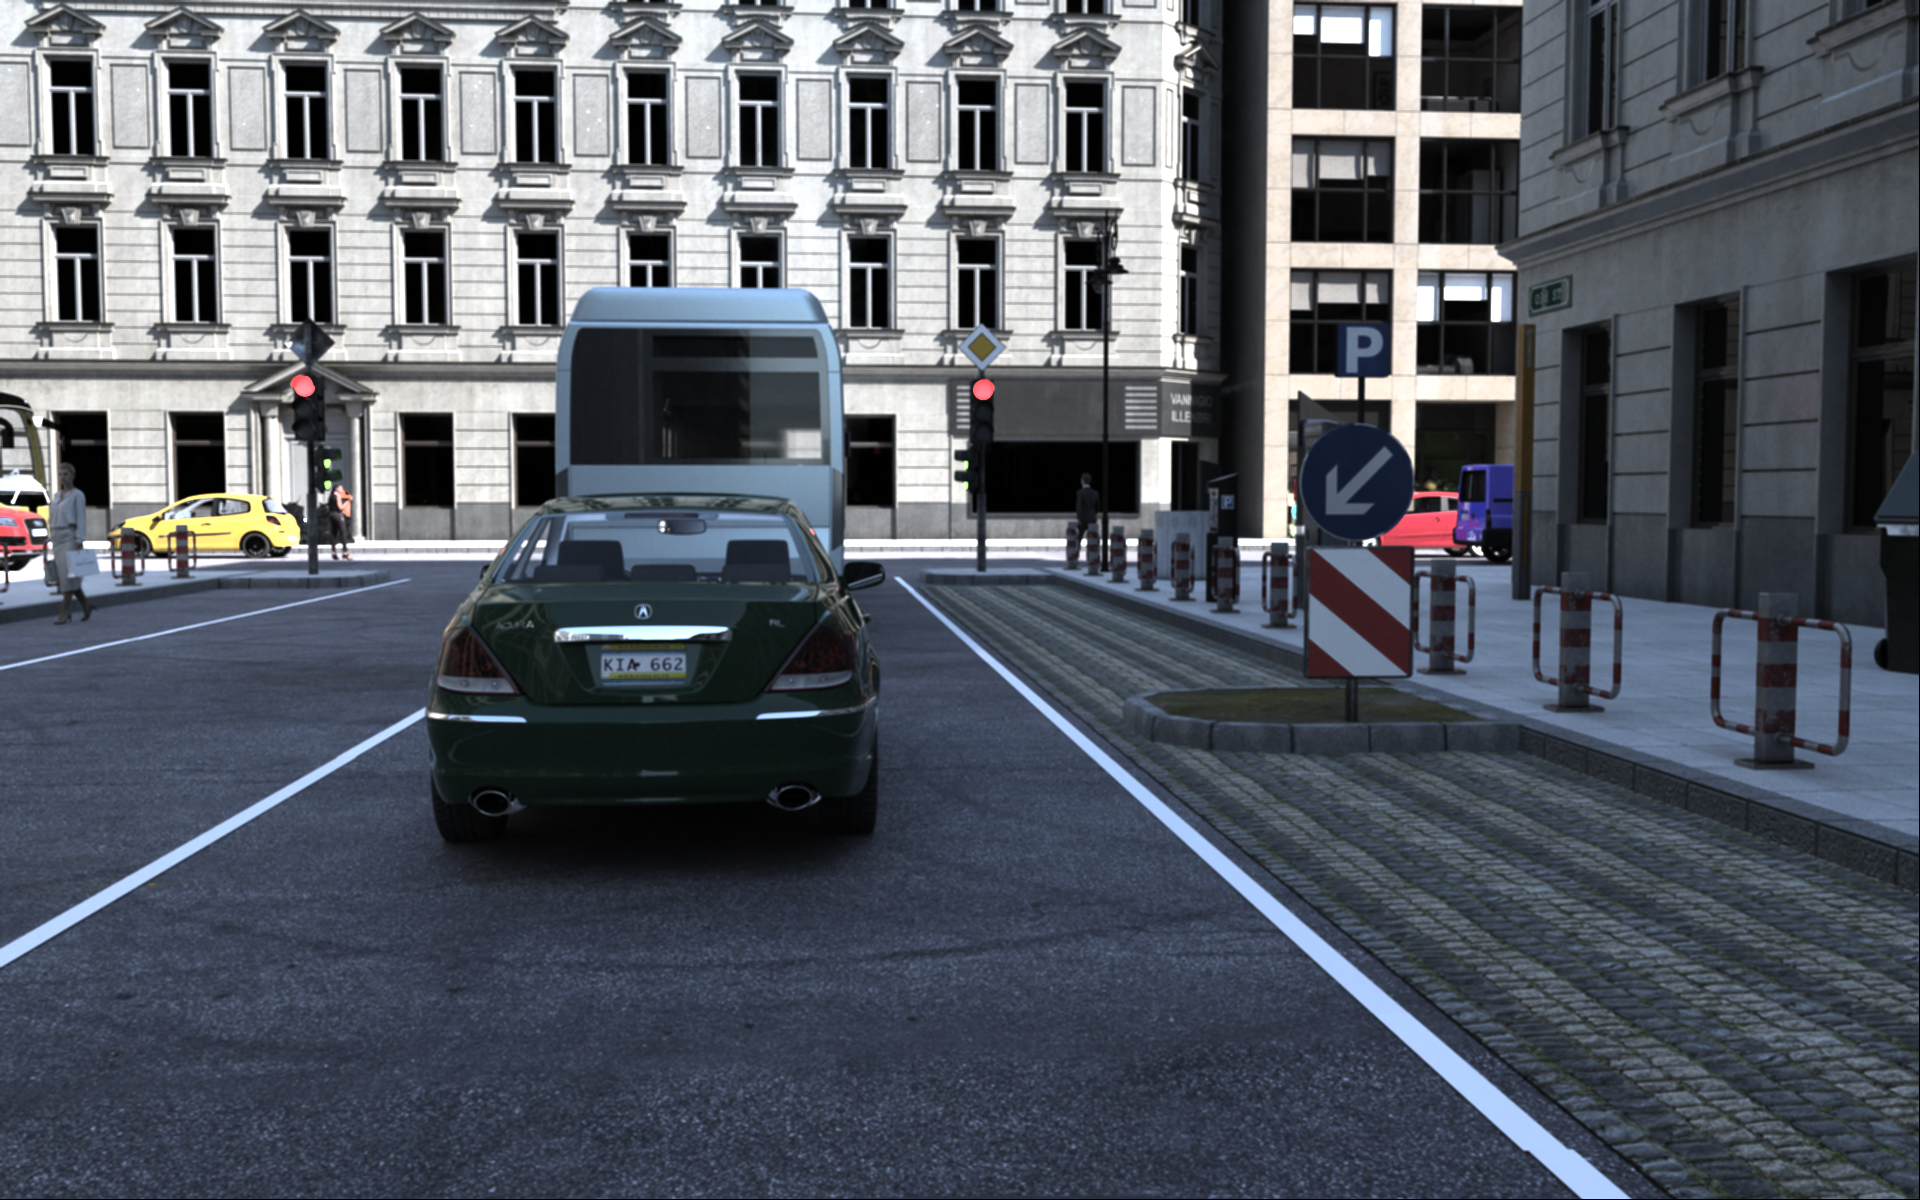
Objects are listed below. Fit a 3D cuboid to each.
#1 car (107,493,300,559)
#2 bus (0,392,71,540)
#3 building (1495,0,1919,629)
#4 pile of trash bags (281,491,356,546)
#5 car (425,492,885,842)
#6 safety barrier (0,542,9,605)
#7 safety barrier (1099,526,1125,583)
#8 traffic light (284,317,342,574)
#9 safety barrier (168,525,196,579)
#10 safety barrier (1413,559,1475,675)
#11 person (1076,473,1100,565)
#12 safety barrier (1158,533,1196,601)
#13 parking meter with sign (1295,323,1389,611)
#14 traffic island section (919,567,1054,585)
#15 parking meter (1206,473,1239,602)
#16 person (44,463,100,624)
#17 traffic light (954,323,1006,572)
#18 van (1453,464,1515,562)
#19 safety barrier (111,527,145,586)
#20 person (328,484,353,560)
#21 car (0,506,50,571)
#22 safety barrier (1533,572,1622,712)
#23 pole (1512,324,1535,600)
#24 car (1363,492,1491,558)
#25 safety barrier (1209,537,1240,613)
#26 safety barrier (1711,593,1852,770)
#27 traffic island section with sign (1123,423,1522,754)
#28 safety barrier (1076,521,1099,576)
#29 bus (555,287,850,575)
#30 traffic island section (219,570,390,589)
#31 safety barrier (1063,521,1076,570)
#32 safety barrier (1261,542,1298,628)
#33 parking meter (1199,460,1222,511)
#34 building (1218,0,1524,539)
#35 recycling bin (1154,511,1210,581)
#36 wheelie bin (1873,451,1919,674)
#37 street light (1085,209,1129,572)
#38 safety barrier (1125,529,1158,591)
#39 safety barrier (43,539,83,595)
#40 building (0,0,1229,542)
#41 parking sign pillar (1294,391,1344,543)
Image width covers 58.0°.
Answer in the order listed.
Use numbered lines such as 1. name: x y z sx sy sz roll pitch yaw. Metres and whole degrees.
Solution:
1. car: -17.052 -1.763 39.055 3.980 1.641 2.015 0 4 -4
2. bus: -25.171 -2.689 35.509 12.252 3.916 2.896 0 4 -5
3. building: 17.769 -13.891 3.541 17.030 29.872 44.131 0 4 -5
4. pile of trash bags: -16.478 -2.130 44.575 1.912 1.369 3.447 0 4 1
5. car: -1.400 0.193 8.643 2.131 1.459 4.920 0 4 -6
6. safety barrier: -11.248 -0.349 19.985 0.300 0.817 1.120 0 4 -5
7. safety barrier: 2.288 -0.660 25.067 0.300 0.817 1.120 0 4 -5
8. traffic light: -10.329 -2.365 27.596 0.839 4.253 0.868 0 4 -5
9. safety barrier: -11.824 -0.737 26.332 0.300 0.817 1.120 0 4 -5
10. safety barrier: 3.445 0.117 12.363 0.300 0.817 1.120 0 4 -5
11. person: 2.504 -1.636 35.023 0.659 1.850 0.755 -2 4 -28
12. safety barrier: 2.675 -0.401 20.829 0.300 0.817 1.120 0 4 -5
13. parking meter with sign: 4.018 -1.366 18.600 0.543 3.016 1.738 0 4 -6
14. traffic island section: 0.378 -0.393 28.699 2.009 0.180 2.903 0 4 -5
15. parking meter: 3.120 -0.746 20.603 0.372 1.533 0.369 0 3 0
16. person: -9.879 -0.639 19.303 0.694 1.780 0.624 3 4 37
17. traffic light: 0.337 -2.426 28.581 0.839 4.253 0.868 0 4 -5
18. van: 13.071 -1.928 35.914 5.245 2.365 2.240 0 4 -3
19. safety barrier: -11.631 -0.608 24.216 0.300 0.817 1.120 0 4 -5
20. person: -13.476 -1.698 37.733 0.593 1.643 0.415 0 4 -1
21. car: -19.129 -1.359 30.891 5.304 1.827 2.281 0 4 -5
22. safety barrier: 3.639 0.246 10.247 0.300 0.817 1.120 0 4 -5
23. pole: 6.823 -1.658 20.953 0.158 3.312 0.155 0 3 0
24. car: 10.221 -1.864 39.511 4.494 1.783 2.155 0 4 -5
25. safety barrier: 2.865 -0.271 18.709 0.300 0.817 1.120 0 4 -5
26. safety barrier: 3.831 0.376 8.128 0.300 0.817 1.120 0 4 -5
27. traffic island section with sign: 2.047 -0.112 10.452 1.989 1.847 2.006 0 4 -5
28. safety barrier: 2.094 -0.790 27.184 0.300 0.817 1.120 0 4 -5
29. bus: -2.806 -1.662 22.040 2.948 3.499 13.247 0 4 -4
30. traffic island section: -10.369 -0.333 27.727 2.009 0.180 2.903 0 4 -5
31. safety barrier: 1.899 -0.919 29.299 0.300 0.817 1.120 0 4 -5
32. safety barrier: 3.058 -0.142 16.594 0.300 0.817 1.120 0 4 -5
33. parking meter: 4.332 -1.478 29.872 0.399 1.863 0.255 0 4 -5
34. building: 24.666 -15.595 59.493 34.151 26.468 19.350 0 4 -5
35. recycling bin: 3.403 -0.822 25.996 0.722 1.027 0.722 -2 4 -31
36. wheelie bin: 7.037 -0.276 12.418 0.693 1.594 0.980 -1 4 -17
37. street light: 2.391 -3.401 28.402 0.468 5.910 1.993 0 4 -5
38. safety barrier: 2.478 -0.530 22.945 0.300 0.817 1.120 0 4 -5
39. safety barrier: -11.437 -0.479 22.101 0.300 0.817 1.120 0 4 -5
40. building: -14.170 -16.994 54.273 44.131 29.872 17.030 0 4 -5
41. parking sign pillar: 9.494 -3.473 45.254 1.447 3.967 1.447 -1 4 -11
